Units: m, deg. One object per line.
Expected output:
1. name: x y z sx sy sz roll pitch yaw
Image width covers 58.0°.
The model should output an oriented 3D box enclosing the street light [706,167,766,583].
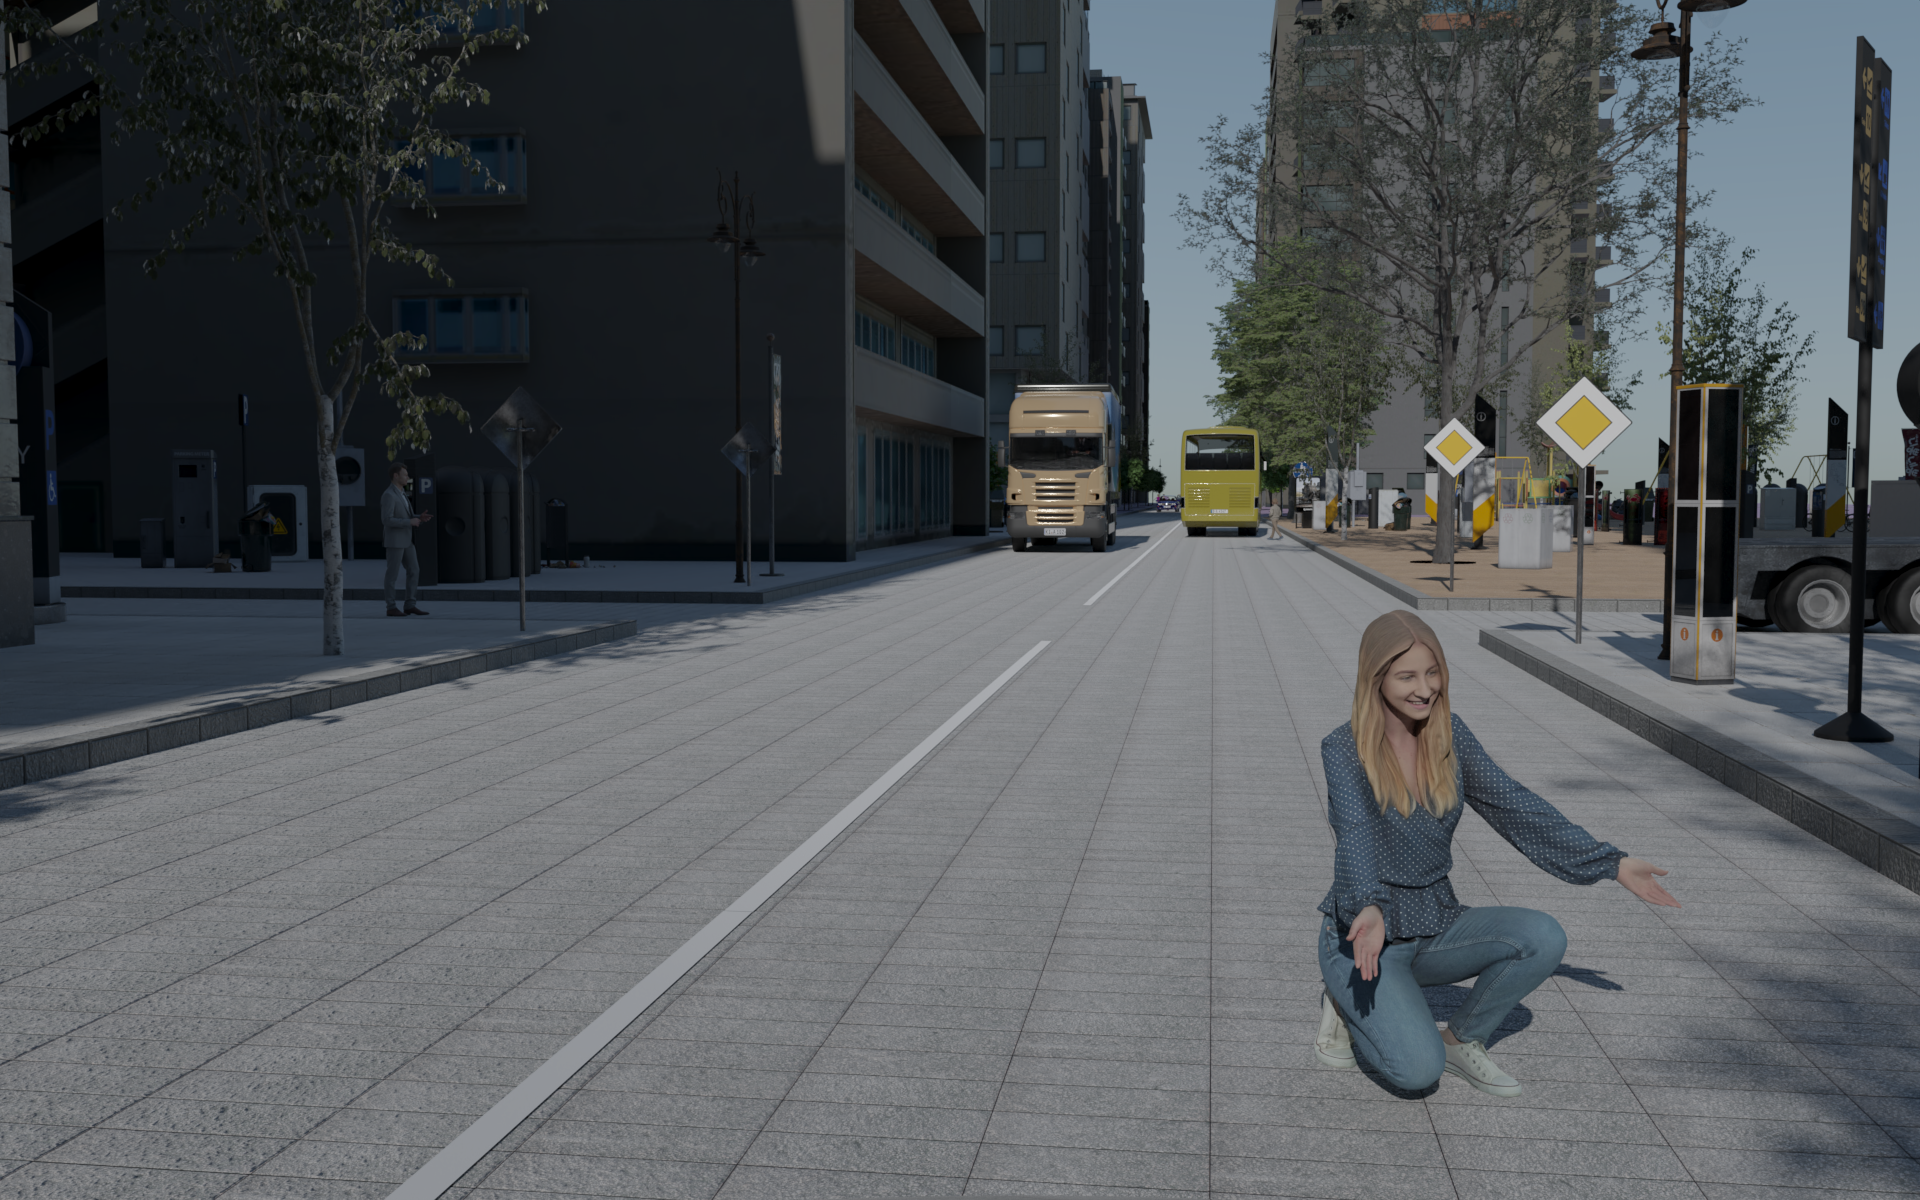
1. street light: -3.192 -3.189 24.922 0.468 5.910 1.993 1 4 8

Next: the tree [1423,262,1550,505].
1. tree: 15.466 -6.368 54.472 4.360 8.622 3.978 0 3 0

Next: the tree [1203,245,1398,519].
1. tree: 17.405 -11.179 89.435 9.857 13.997 8.962 0 3 0

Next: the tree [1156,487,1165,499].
1. tree: 28.477 -15.514 248.261 1.663 3.219 1.824 0 3 0

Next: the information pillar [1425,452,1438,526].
1. information pillar: 18.895 -4.768 69.307 0.504 3.616 0.183 3 4 38

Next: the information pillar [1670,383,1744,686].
1. information pillar: 5.043 -0.441 11.709 0.304 2.012 0.304 -1 4 -13

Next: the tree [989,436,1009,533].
1. tree: 1.047 -3.864 57.781 1.663 3.219 1.824 0 3 0

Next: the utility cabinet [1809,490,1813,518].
1. utility cabinet: 45.453 -5.073 91.627 1.173 1.500 0.318 -2 4 -31

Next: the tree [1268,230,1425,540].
1. tree: 10.751 -5.988 48.265 4.360 8.622 3.978 0 3 0

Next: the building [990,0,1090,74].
1. building: -5.592 -32.129 114.552 28.713 52.752 27.495 1 4 8

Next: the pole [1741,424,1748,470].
1. pole: 22.930 -3.476 50.671 0.158 3.312 0.155 0 3 0

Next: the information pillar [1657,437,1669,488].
1. information pillar: 28.731 -4.855 70.740 0.504 3.616 0.183 2 4 26

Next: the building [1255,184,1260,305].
1. building: 52.155 -37.803 241.775 21.300 48.544 21.600 1 4 8

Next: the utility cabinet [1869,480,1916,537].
1. utility cabinet: 15.085 -1.148 27.445 0.318 1.500 1.173 -2 4 -35

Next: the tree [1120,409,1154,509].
1. tree: 14.870 -12.221 150.172 4.360 8.622 3.978 0 3 0

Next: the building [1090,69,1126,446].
1. building: 7.525 -35.472 199.574 23.786 49.044 30.456 1 4 8

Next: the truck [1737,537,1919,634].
1. truck: 16.830 -1.631 16.419 18.799 4.110 2.967 0 4 8

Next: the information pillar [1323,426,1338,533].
1. information pillar: 12.225 -4.014 56.980 0.504 3.616 0.183 -2 4 -33

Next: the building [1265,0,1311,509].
1. building: 39.091 -32.632 157.232 21.300 48.544 21.600 1 4 8

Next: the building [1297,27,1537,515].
1. building: 28.834 -20.818 112.077 14.160 30.474 14.107 1 4 8

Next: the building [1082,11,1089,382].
1. building: 0.512 -50.761 142.618 22.319 86.520 31.000 1 4 8

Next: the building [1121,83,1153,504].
1. building: 10.450 -39.108 228.653 28.713 52.752 27.495 1 4 8

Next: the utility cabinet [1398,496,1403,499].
1. utility cabinet: 20.278 -4.251 80.671 0.306 1.237 1.020 3 5 39

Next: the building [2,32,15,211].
1. building: -39.057 -12.123 43.258 28.899 21.520 27.650 1 4 8

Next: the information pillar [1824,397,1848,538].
1. information pillar: 21.262 -3.100 42.044 0.504 3.616 0.183 0 4 -4

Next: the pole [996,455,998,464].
1. pole: 1.808 -5.469 83.263 0.158 3.312 0.155 0 3 0

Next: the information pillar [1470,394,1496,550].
1. information pillar: 12.052 -2.967 39.863 0.504 3.616 0.183 0 4 7

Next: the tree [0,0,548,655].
1. tree: -5.071 -3.852 13.344 4.360 8.622 3.978 0 3 0

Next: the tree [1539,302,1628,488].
1. tree: 24.324 -7.155 67.351 4.737 8.622 4.395 0 3 0

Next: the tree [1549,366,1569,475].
1. tree: 31.359 -8.729 93.073 4.360 8.622 3.978 0 3 0

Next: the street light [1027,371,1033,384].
1. street light: 2.625 -5.669 65.470 0.468 5.910 1.993 1 4 8

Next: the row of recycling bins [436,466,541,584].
1. row of recycling bins: -7.207 -1.183 26.462 1.069 1.692 3.534 0 4 3

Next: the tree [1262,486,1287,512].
1. tree: 22.747 -7.940 124.413 1.663 3.219 1.824 0 3 0

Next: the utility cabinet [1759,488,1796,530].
1. utility cabinet: 28.919 -3.214 61.230 1.173 1.500 0.318 0 4 -8

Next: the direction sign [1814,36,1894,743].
1. direction sign: 4.701 -1.040 9.006 0.379 3.537 0.876 3 4 36

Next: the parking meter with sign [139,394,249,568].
1. parking meter with sign: -13.318 -2.071 30.118 1.738 3.016 0.543 -1 4 -14

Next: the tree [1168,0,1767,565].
1. tree: 9.074 -7.413 31.574 12.009 13.543 11.850 0 3 0

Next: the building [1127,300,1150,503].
1. building: 19.906 -29.190 248.963 14.160 30.474 14.107 1 4 8

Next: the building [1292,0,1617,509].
1. building: 36.775 -29.211 132.231 22.147 44.769 28.867 1 4 8

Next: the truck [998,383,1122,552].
1. truck: 2.884 -3.503 46.196 2.839 4.237 11.283 0 4 7

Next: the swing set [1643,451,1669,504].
1. swing set: 24.345 -3.706 58.219 2.862 2.851 3.119 0 4 5

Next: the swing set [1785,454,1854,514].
1. swing set: 34.288 -4.384 69.298 2.862 2.851 3.119 1 4 9

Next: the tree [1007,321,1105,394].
1. tree: 4.235 -7.594 74.519 4.360 8.622 3.978 0 3 0

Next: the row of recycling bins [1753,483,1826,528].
1. row of recycling bins: 31.633 -3.627 66.410 3.534 1.692 1.069 2 4 33

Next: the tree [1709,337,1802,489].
1. tree: 37.378 -8.052 82.017 4.360 8.622 3.978 0 3 0

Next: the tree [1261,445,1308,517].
1. tree: 18.136 -6.998 98.129 4.285 4.588 4.351 0 3 0

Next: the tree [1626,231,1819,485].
1. tree: 21.338 -5.992 48.329 4.737 8.622 4.395 0 3 0

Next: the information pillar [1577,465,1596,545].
1. information pillar: 15.698 -2.380 43.398 0.304 2.012 0.304 -1 4 -9

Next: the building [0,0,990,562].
1. building: -11.156 -25.645 42.996 21.300 48.544 21.600 1 4 8

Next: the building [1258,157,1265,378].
1. building: 45.780 -35.089 223.819 14.600 45.320 14.200 1 4 8

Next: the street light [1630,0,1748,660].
1. street light: 5.511 -2.476 13.268 0.468 5.910 1.993 1 4 8

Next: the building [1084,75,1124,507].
1. building: 8.148 -29.482 165.627 14.154 41.232 14.086 1 4 8

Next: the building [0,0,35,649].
1. building: -20.708 -13.020 10.146 25.104 27.353 12.463 1 4 8

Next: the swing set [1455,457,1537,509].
1. swing set: 22.617 -4.608 72.957 3.119 2.851 2.862 0 4 -4

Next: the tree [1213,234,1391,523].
1. tree: 14.961 -9.676 76.335 7.486 12.596 7.792 0 3 0

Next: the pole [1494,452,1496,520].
1. pole: 26.169 -5.571 84.931 0.158 3.312 0.155 0 3 0

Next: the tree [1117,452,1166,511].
1. tree: 12.674 -9.188 133.936 4.285 4.588 4.351 0 3 0

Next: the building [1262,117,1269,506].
1. building: 40.199 -30.915 189.053 14.154 41.232 14.086 1 4 8
